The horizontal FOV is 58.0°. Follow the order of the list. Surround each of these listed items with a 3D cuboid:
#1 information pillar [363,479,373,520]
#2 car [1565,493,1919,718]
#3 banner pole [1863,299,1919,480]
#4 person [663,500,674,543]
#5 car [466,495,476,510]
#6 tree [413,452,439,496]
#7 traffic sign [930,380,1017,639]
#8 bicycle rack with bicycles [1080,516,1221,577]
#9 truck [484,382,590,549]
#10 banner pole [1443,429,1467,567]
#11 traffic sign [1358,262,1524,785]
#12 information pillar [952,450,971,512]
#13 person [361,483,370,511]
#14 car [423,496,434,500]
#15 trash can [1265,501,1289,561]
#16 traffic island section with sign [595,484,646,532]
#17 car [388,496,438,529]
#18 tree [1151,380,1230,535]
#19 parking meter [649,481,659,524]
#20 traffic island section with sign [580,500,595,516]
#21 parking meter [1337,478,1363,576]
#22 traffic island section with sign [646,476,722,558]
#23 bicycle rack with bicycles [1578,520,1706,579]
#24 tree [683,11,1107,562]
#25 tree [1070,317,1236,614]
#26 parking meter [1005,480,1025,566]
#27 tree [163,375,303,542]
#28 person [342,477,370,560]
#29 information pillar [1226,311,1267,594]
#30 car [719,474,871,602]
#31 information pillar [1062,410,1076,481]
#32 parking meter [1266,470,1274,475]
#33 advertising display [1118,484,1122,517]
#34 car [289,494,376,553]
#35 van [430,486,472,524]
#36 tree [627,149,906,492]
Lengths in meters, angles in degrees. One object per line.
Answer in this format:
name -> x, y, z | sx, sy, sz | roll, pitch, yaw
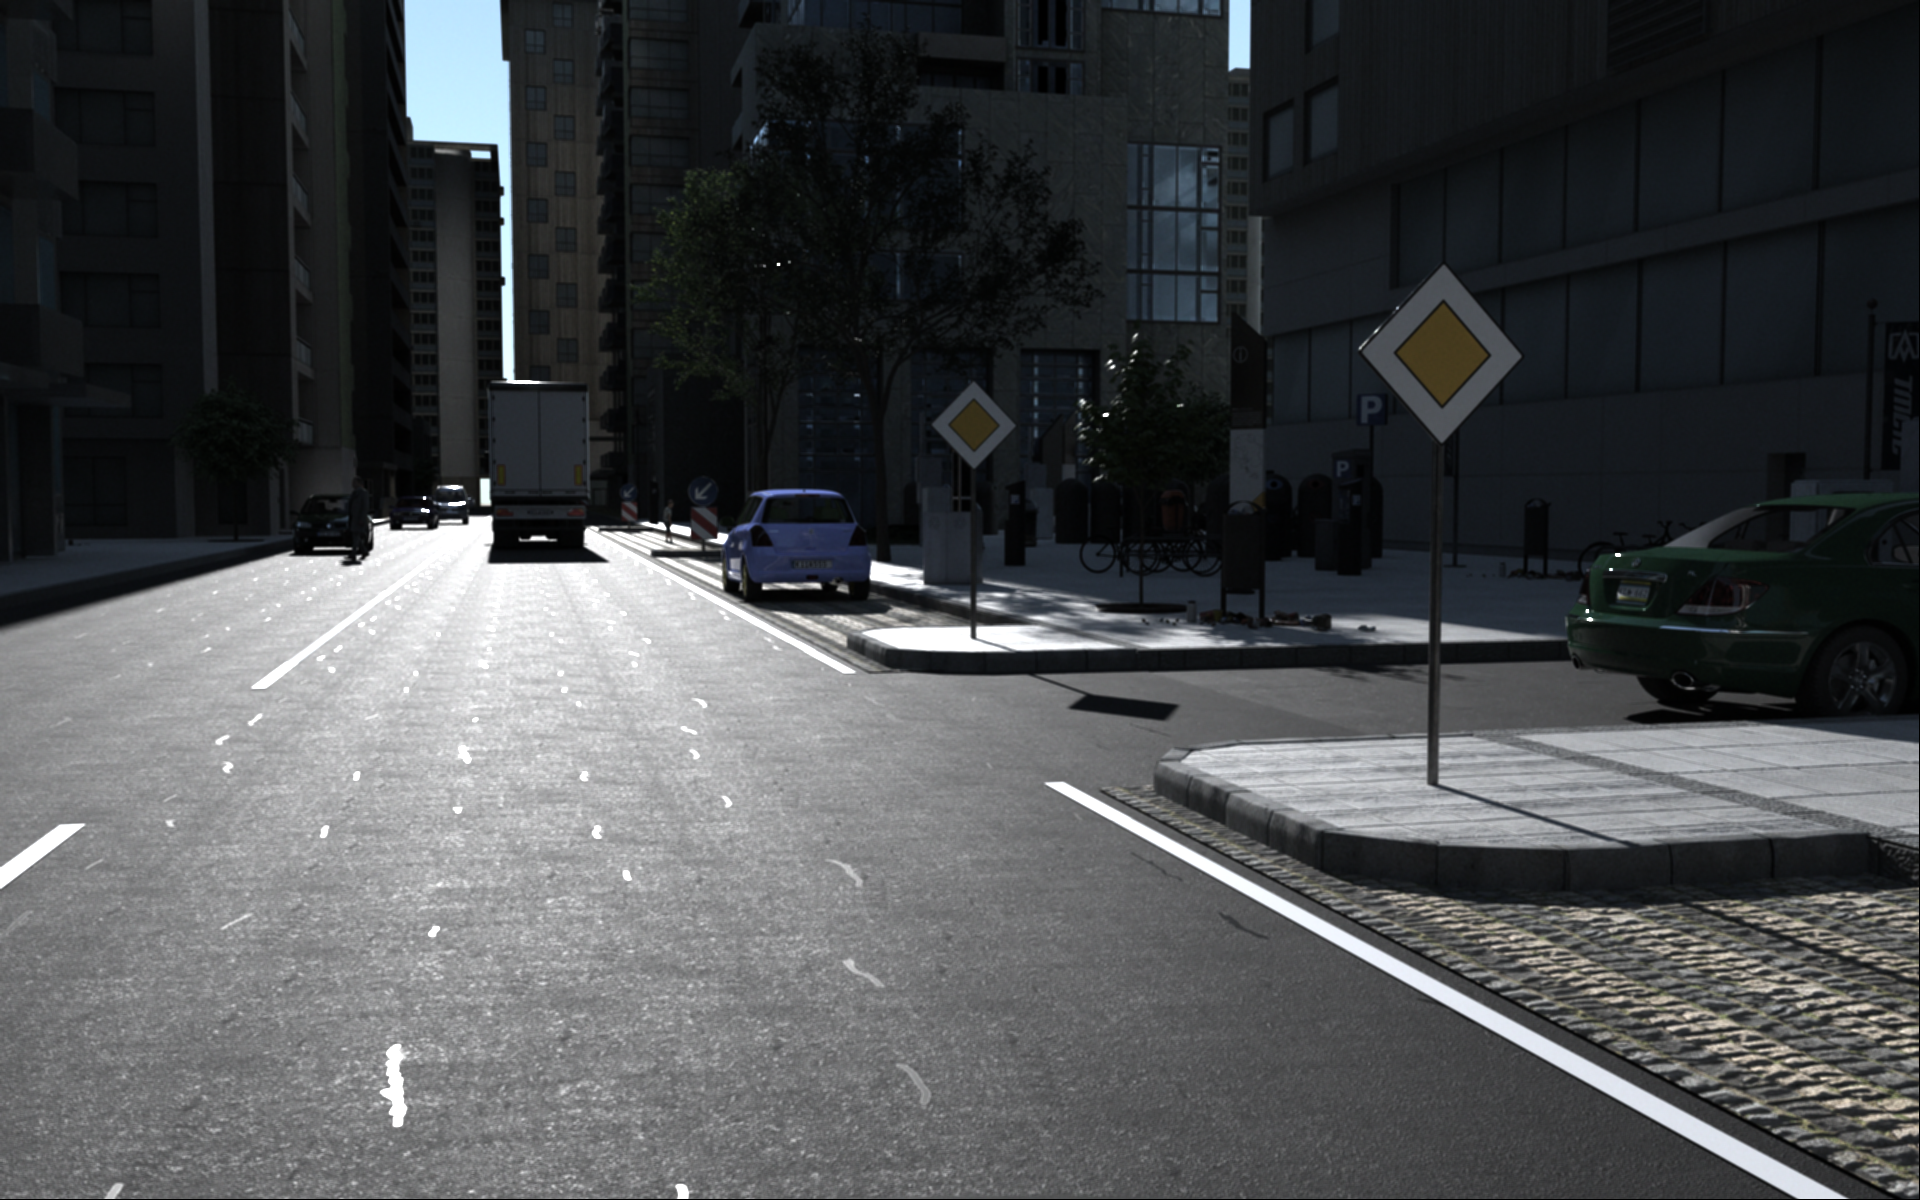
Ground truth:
information pillar -> -29.294, -4.968, 85.725 | 0.304, 2.012, 0.304 | 1, 4, 17
car -> 6.506, 0.017, 11.528 | 4.920, 1.459, 2.131 | -1, 4, -14
banner pole -> 11.908, -1.970, 22.228 | 0.863, 3.779, 0.401 | 1, 4, 20
person -> -8.563, -2.308, 50.913 | 0.352, 1.250, 0.332 | 1, 4, 11
car -> -44.918, -8.834, 156.803 | 2.083, 1.381, 4.827 | -1, 4, -16
tree -> -42.463, -9.297, 135.724 | 4.285, 4.588, 4.351 | 0, 3, 0
traffic sign -> 0.116, -0.715, 15.325 | 0.795, 2.450, 0.064 | -1, 4, -14
bicycle rack with bicycles -> 3.363, -0.875, 27.695 | 2.925, 0.926, 2.852 | 1, 4, 10
truck -> -11.989, -3.668, 48.882 | 2.839, 4.237, 11.283 | -1, 4, -15
banner pole -> 8.590, -2.459, 30.225 | 0.401, 3.779, 0.863 | 2, 4, 35
traffic sign -> 2.084, -0.241, 7.586 | 0.795, 2.450, 0.064 | -1, 4, -14
information pillar -> 0.065, -1.476, 28.625 | 0.304, 2.012, 0.304 | -2, 4, -23
person -> -19.810, -2.991, 57.396 | 0.794, 1.824, 0.713 | -1, 4, -13
car -> -29.931, -5.245, 98.333 | 1.945, 1.354, 3.894 | -1, 4, -13
trash can -> 5.968, -1.328, 33.373 | 0.748, 1.137, 0.748 | 0, 3, 0
traffic island section with sign -> -12.858, -3.539, 66.489 | 1.989, 1.847, 2.006 | -1, 4, -14
car -> -22.610, -3.619, 71.750 | 1.945, 1.354, 3.894 | -1, 4, -13
tree -> 6.776, -4.061, 50.104 | 4.285, 4.588, 4.351 | 0, 3, 0
parking meter -> -13.225, -4.229, 74.859 | 0.399, 1.863, 0.255 | -2, 4, -24
traffic island section with sign -> -24.954, -6.447, 114.034 | 1.989, 1.847, 2.006 | -1, 4, -14
parking meter -> 6.166, -1.161, 27.392 | 0.372, 1.533, 0.369 | 0, 3, 0
traffic island section with sign -> -6.078, -1.907, 39.808 | 1.989, 1.847, 2.006 | -1, 4, -14
bicycle rack with bicycles -> 9.511, -0.576, 22.797 | 2.852, 0.926, 2.925 | -3, 5, -45
tree -> -1.398, -6.026, 32.942 | 8.767, 10.594, 7.601 | 0, 4, 4
tree -> 1.945, -1.500, 19.126 | 1.663, 3.219, 1.824 | 0, 3, 0
parking meter -> 0.985, -1.386, 31.074 | 0.372, 1.533, 0.369 | 0, 3, 0
tree -> -19.781, -3.871, 47.005 | 4.285, 4.588, 4.351 | 0, 3, 0
person -> -13.181, -1.784, 37.778 | 0.694, 1.812, 0.767 | 3, 4, 39
information pillar -> 3.667, -1.883, 22.139 | 0.504, 3.616, 0.183 | 3, 4, 36
car -> -2.370, -0.903, 24.352 | 1.945, 1.707, 3.694 | -1, 4, -14
information pillar -> 3.038, -3.475, 48.171 | 0.183, 3.616, 0.504 | 3, 5, 44
parking meter -> 7.578, -2.269, 42.802 | 0.255, 1.863, 0.399 | -1, 4, -10
advertising display -> 5.311, -2.964, 53.677 | 0.974, 1.923, 0.123 | -1, 4, -20
car -> -15.598, -2.042, 43.176 | 2.009, 1.686, 4.222 | -1, 4, -16
van -> -24.597, -4.682, 83.570 | 2.013, 2.044, 4.112 | -1, 4, -15
tree -> -5.738, -7.673, 51.212 | 9.928, 11.665, 9.643 | 0, 3, 0
